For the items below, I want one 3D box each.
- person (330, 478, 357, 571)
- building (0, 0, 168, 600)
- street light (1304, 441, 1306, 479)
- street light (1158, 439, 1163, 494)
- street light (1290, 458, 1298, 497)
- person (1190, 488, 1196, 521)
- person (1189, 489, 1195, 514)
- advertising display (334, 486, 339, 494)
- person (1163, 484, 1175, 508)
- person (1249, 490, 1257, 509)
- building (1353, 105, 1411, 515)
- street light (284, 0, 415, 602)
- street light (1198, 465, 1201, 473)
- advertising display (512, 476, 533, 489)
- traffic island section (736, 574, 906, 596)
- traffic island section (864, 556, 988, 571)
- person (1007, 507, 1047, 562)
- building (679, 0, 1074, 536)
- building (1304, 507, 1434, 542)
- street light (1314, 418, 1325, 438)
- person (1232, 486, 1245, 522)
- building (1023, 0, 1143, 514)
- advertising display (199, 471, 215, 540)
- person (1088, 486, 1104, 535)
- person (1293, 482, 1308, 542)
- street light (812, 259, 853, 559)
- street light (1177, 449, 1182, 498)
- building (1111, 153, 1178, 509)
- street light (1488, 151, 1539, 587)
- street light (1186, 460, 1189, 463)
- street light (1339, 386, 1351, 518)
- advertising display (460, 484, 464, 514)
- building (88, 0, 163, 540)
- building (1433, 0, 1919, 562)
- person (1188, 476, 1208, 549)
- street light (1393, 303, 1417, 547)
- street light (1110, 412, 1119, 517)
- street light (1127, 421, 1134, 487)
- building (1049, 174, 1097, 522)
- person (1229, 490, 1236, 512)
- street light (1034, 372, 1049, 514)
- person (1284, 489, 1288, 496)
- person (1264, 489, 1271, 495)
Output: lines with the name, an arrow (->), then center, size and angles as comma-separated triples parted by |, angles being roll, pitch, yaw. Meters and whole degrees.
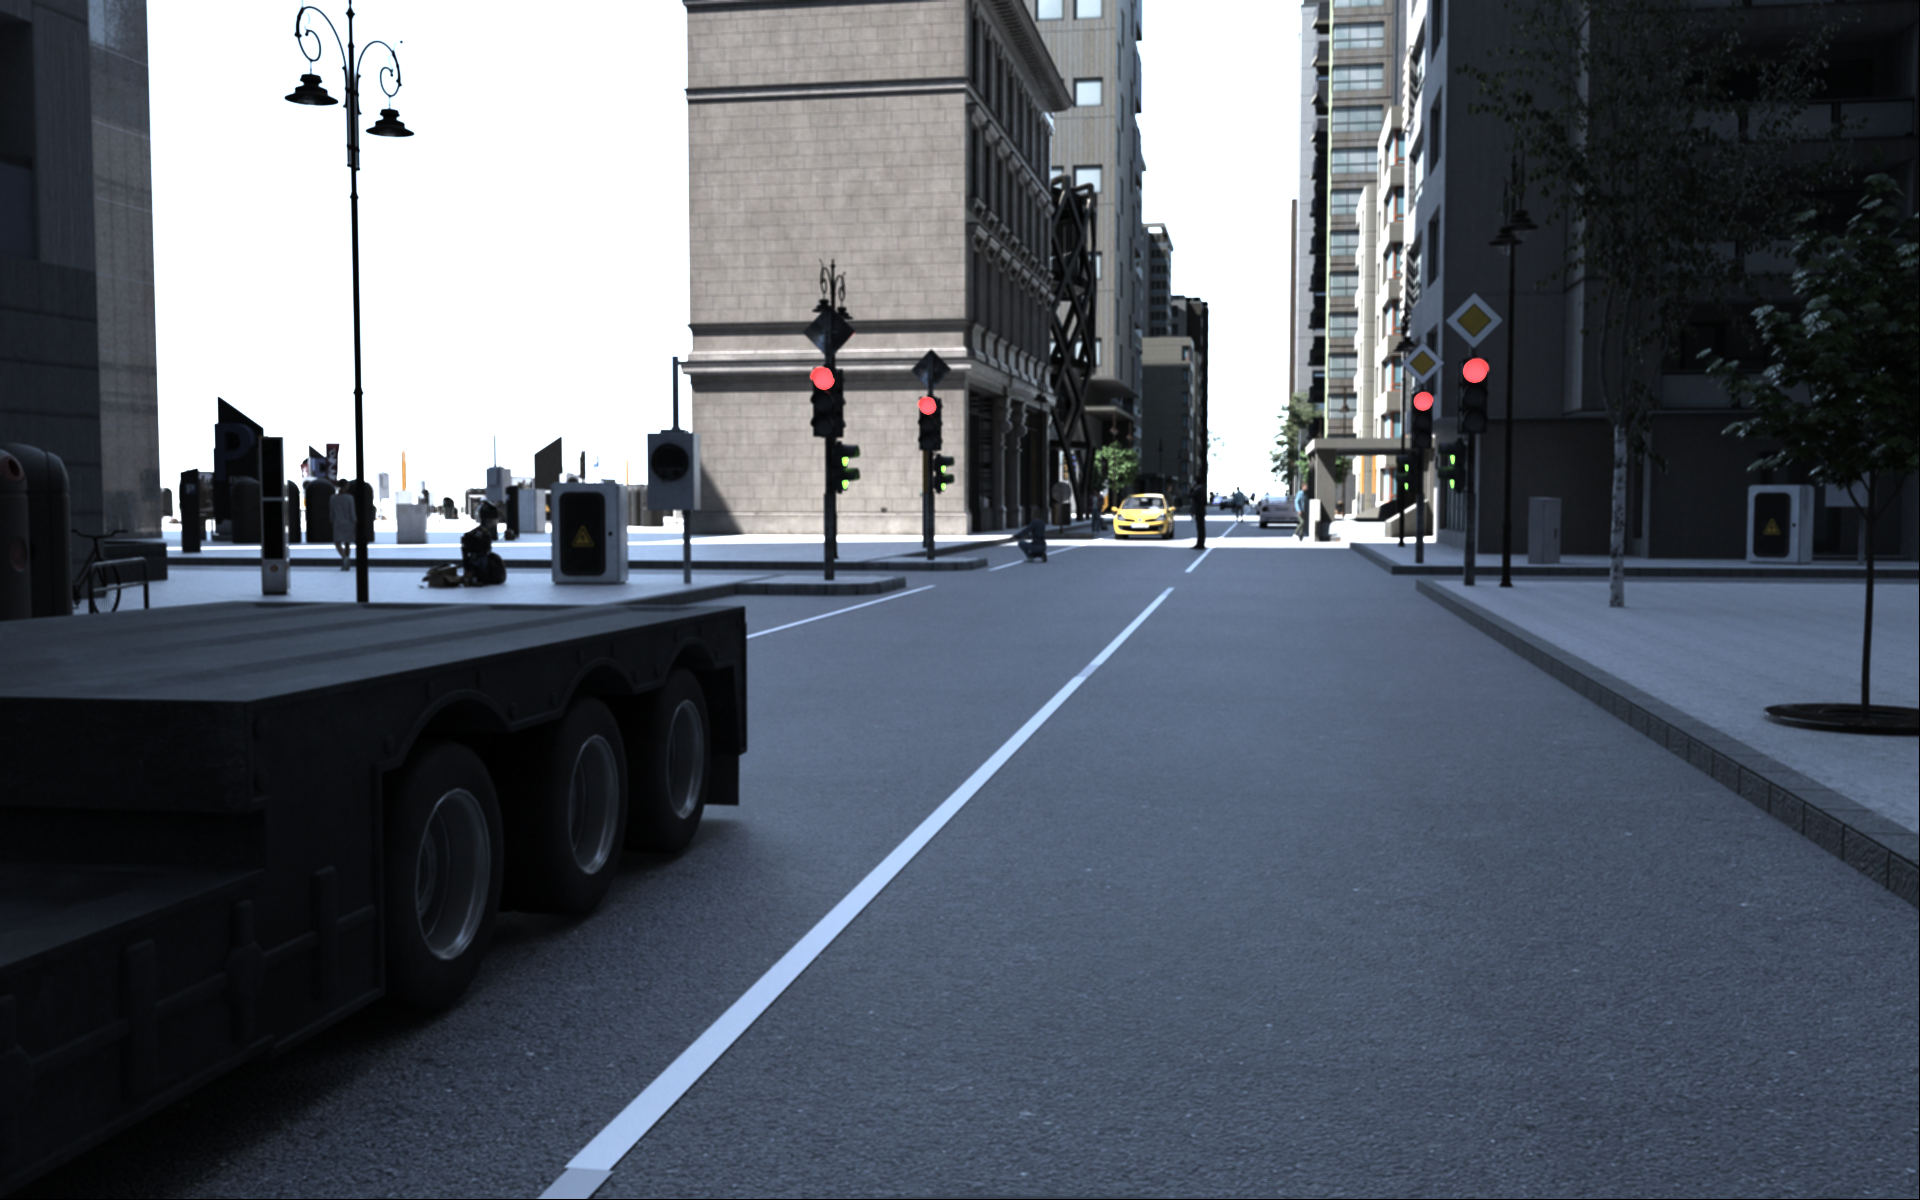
person -> -11.278, -1.377, 31.763 | 0.466, 1.731, 0.760 | -3, 4, -36
building -> -25.176, -29.097, 17.731 | 28.212, 58.520, 21.231 | 1, 4, 10
street light -> 29.665, -10.790, 149.200 | 0.468, 5.910, 1.993 | 1, 4, 10
street light -> 16.439, -10.343, 141.896 | 0.468, 5.910, 1.993 | 1, 4, 10
street light -> 38.485, -13.849, 199.210 | 0.468, 5.910, 1.993 | 1, 4, 10
person -> 12.489, -5.029, 91.209 | 0.782, 1.767, 0.515 | -1, 4, -11
person -> 16.682, -7.019, 123.397 | 0.705, 1.807, 1.348 | 2, 4, 29
advertising display -> -29.034, -4.597, 80.371 | 0.123, 1.923, 0.974 | 0, 4, -2
person -> 6.969, -2.977, 57.719 | 0.362, 1.759, 0.519 | -1, 4, -17
person -> 28.522, -9.802, 168.629 | 0.709, 1.838, 0.599 | -1, 4, -11
building -> 35.251, -14.935, 89.230 | 27.650, 21.520, 28.899 | 1, 4, 10
street light -> -5.692, -2.664, 16.344 | 0.468, 5.910, 1.993 | 1, 4, 10
street light -> 30.929, -15.370, 224.094 | 0.468, 5.910, 1.993 | 1, 4, 10
advertising display -> -15.723, -3.474, 62.011 | 0.123, 1.923, 0.974 | 3, 5, 40
traffic island section -> -1.977, -0.224, 25.942 | 2.009, 0.180, 2.903 | 1, 4, 10
traffic island section -> -0.592, -0.705, 33.806 | 2.009, 0.180, 2.903 | 1, 4, 10
person -> 1.452, -1.383, 36.610 | 1.012, 1.151, 0.738 | -3, 5, -43
building -> -3.917, -12.438, 54.275 | 10.553, 20.767, 40.483 | 1, 4, 10
building -> 27.747, -22.213, 55.067 | 32.217, 40.220, 23.993 | 1, 4, 10
street light -> 21.964, -8.128, 105.672 | 0.468, 5.910, 1.993 | 1, 4, 10
person -> 14.144, -4.862, 87.861 | 0.638, 1.841, 0.748 | 0, 4, 8
building -> -1.222, -32.668, 123.355 | 28.713, 52.752, 27.495 | 1, 4, 10
advertising display -> -21.075, -2.616, 47.978 | 0.123, 1.923, 0.974 | 2, 4, 24
person -> 4.781, -3.144, 60.735 | 0.563, 1.720, 0.643 | 1, 4, 20
person -> 10.203, -2.625, 51.765 | 0.601, 1.785, 0.444 | -3, 5, -39
street light -> -2.502, -3.759, 34.255 | 0.468, 5.910, 1.993 | 1, 4, 10
street light -> 22.021, -12.285, 173.651 | 0.468, 5.910, 1.993 | 1, 4, 10
building -> 5.480, -29.448, 173.358 | 32.217, 40.220, 23.993 | 1, 4, 10
street light -> 7.554, -3.119, 23.781 | 0.468, 5.910, 1.993 | 1, 4, 10
street light -> 25.130, -13.380, 191.557 | 0.468, 5.910, 1.993 | 1, 4, 10
street light -> 16.400, -6.185, 73.914 | 0.468, 5.910, 1.993 | 1, 4, 10
advertising display -> -32.291, -6.546, 112.246 | 0.123, 1.923, 0.974 | -1, 4, -22
building -> -34.049, -13.914, 45.508 | 19.932, 24.808, 12.078 | 1, 4, 10
building -> 17.532, -21.673, 37.941 | 14.086, 41.232, 14.154 | 1, 4, 10
person -> 6.177, -2.276, 45.070 | 0.474, 1.900, 0.648 | 1, 4, 17
street light -> 10.793, -4.243, 42.163 | 0.468, 5.910, 1.993 | 1, 4, 10
street light -> 8.726, -7.656, 97.971 | 0.468, 5.910, 1.993 | 1, 4, 10
street light -> 10.820, -8.401, 110.147 | 0.468, 5.910, 1.993 | 1, 4, 10
building -> -2.024, -13.186, 83.037 | 16.820, 18.784, 16.811 | 1, 4, 10
person -> 21.648, -7.787, 136.534 | 1.217, 1.743, 0.721 | -2, 4, -35
street light -> 3.094, -5.702, 66.008 | 0.468, 5.910, 1.993 | 1, 4, 10
person -> 23.899, -7.216, 126.619 | 0.705, 1.807, 1.348 | 1, 4, 22
person -> 25.079, -8.112, 141.217 | 1.350, 1.814, 0.705 | 2, 4, 24
